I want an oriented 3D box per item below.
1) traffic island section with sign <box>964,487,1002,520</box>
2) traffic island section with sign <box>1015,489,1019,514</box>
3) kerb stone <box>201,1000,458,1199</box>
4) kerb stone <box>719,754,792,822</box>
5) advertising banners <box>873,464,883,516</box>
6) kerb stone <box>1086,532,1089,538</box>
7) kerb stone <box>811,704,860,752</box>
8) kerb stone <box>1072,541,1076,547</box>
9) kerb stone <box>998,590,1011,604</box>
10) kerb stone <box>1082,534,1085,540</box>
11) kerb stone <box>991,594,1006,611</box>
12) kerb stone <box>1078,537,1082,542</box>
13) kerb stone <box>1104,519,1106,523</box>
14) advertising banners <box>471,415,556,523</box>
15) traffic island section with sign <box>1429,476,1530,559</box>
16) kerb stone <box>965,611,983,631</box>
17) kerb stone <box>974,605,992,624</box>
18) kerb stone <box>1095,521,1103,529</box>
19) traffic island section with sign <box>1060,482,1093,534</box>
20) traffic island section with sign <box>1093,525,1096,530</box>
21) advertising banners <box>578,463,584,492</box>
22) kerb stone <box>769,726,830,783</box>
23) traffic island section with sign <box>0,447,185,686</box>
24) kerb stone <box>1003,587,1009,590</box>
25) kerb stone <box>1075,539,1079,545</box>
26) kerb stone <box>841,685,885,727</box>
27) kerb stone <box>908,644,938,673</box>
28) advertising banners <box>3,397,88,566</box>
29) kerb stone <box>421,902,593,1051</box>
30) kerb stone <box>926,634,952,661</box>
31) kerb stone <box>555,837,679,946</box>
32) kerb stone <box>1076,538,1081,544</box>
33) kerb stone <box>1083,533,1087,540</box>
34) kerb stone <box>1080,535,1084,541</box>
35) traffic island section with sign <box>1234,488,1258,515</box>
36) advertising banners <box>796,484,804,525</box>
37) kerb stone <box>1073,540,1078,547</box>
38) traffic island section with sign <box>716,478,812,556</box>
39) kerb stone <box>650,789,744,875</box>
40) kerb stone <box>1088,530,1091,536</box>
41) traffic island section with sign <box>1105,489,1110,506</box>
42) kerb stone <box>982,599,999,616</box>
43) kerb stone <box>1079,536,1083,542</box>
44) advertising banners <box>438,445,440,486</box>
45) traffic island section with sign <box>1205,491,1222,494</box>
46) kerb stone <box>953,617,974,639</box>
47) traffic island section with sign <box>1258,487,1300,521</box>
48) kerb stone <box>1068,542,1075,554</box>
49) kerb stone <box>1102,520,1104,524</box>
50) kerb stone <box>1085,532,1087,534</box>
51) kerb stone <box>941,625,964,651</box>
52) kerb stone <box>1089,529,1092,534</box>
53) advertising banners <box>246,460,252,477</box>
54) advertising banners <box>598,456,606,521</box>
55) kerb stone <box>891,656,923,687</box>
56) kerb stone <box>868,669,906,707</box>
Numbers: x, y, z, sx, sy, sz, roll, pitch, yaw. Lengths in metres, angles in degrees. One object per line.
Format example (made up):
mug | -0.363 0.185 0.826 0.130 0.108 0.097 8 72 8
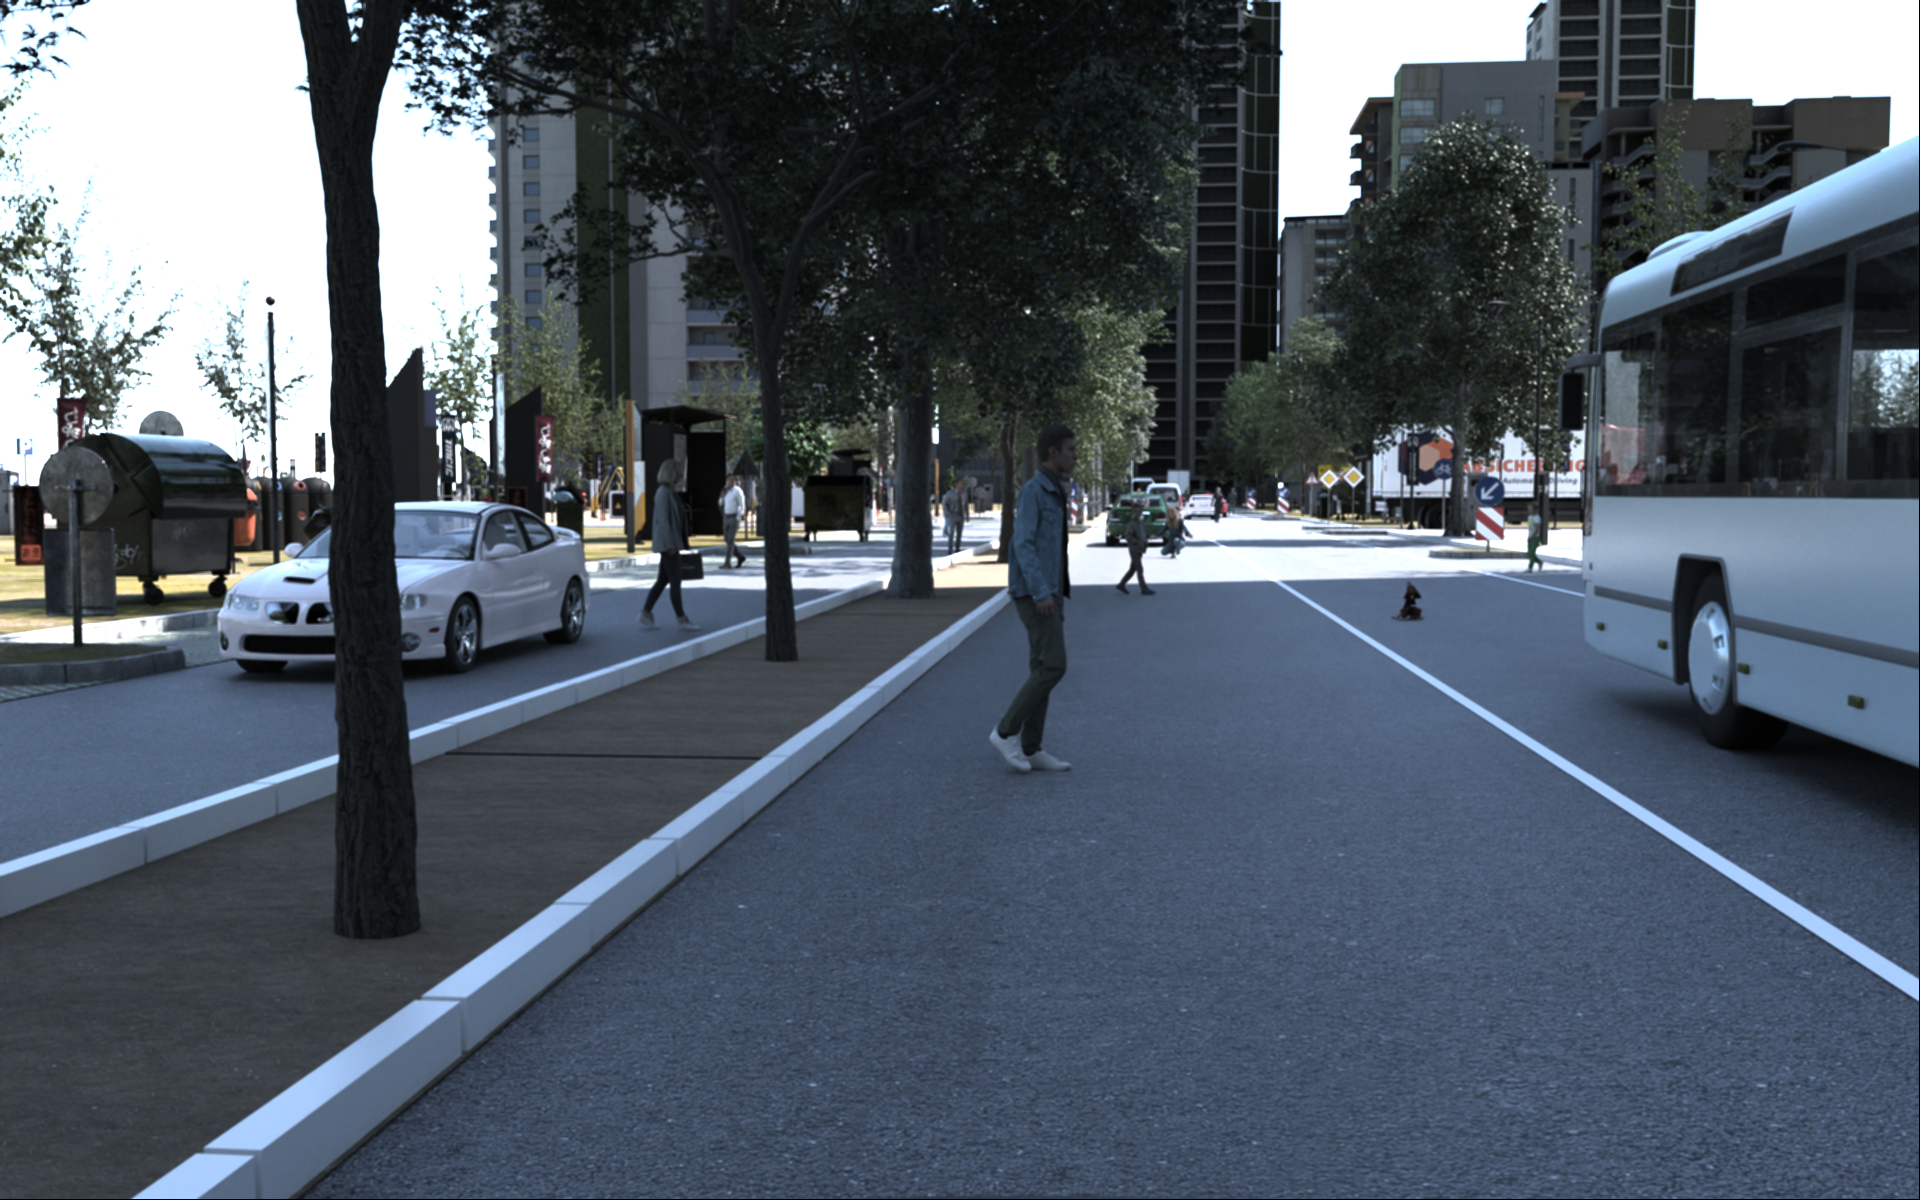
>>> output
traffic island section with sign | 1.123 -5.338 95.911 1.989 1.847 2.006 0 4 6
traffic island section with sign | 3.914 -6.978 122.721 1.989 1.847 2.006 0 4 6
kerb stone | -1.374 1.120 3.896 0.120 0.150 1.000 0 4 6
kerb stone | -0.946 0.871 7.977 0.120 0.150 1.000 0 4 6
advertising banners | -4.790 -6.289 99.009 0.090 3.025 2.074 1 4 18
kerb stone | 3.922 -1.995 54.835 0.120 0.150 1.000 0 4 6
kerb stone | -0.731 0.749 10.010 0.120 0.150 1.000 0 4 6
kerb stone | 2.853 -1.370 44.643 0.120 0.150 1.000 0 4 6
kerb stone | 0.531 0.001 22.236 0.120 0.150 1.000 0 4 6
kerb stone | 3.599 -1.810 51.786 0.120 0.150 1.000 0 4 6
kerb stone | 0.430 0.067 21.219 0.120 0.150 1.000 0 4 6
kerb stone | 3.283 -1.618 48.721 0.120 0.150 1.000 0 4 6
kerb stone | 6.624 -3.590 80.926 0.120 0.150 1.000 0 4 6
advertising banners | -9.714 -2.546 37.822 2.074 3.025 0.090 -3 5 -43
traffic island section with sign | 11.702 -1.866 39.145 1.989 1.847 2.006 0 4 6
kerb stone | 0.113 0.247 18.164 0.120 0.150 1.000 0 4 6
kerb stone | 0.220 0.187 19.181 0.120 0.150 1.000 0 4 6
kerb stone | 6.094 -3.281 75.837 0.120 0.150 1.000 0 4 6
traffic island section with sign | 3.732 -3.362 63.113 2.006 1.907 1.989 0 4 6
traffic island section with sign | 4.506 -3.813 70.480 2.006 1.907 1.989 0 4 6
advertising banners | -22.947 -6.510 102.627 0.090 3.025 2.074 2 4 27
kerb stone | -0.839 0.807 8.993 0.120 0.150 1.000 0 4 6
traffic island section with sign | -7.390 -0.317 13.803 1.989 1.847 2.006 0 4 6
kerb stone | 0.638 -0.063 23.252 0.120 0.150 1.000 0 4 6
kerb stone | 3.074 -1.498 46.681 0.120 0.150 1.000 0 4 6
kerb stone | -0.630 0.688 11.027 0.120 0.150 1.000 0 4 6
kerb stone | -0.316 0.496 14.092 0.120 0.150 1.000 0 4 6
advertising banners | -16.738 -2.132 31.039 2.074 3.025 0.090 -2 4 -29
kerb stone | -1.265 1.057 4.919 0.120 0.150 1.000 0 4 6
kerb stone | -0.209 0.433 15.109 0.120 0.150 1.000 0 4 6
kerb stone | -1.165 0.994 5.936 0.120 0.150 1.000 0 4 6
kerb stone | 3.177 -1.558 47.701 0.120 0.150 1.000 0 4 6
kerb stone | 3.710 -1.872 52.802 0.120 0.150 1.000 0 4 6
kerb stone | 3.494 -1.742 50.765 0.120 0.150 1.000 0 4 6
traffic island section with sign | 20.200 -6.875 121.028 1.989 1.847 2.006 0 4 6
advertising banners | -6.176 -4.689 72.847 2.074 3.025 0.090 -3 5 -41
kerb stone | 2.966 -1.435 45.664 0.120 0.150 1.000 0 4 6
traffic island section with sign | -4.580 -1.979 40.980 1.989 1.847 2.006 0 4 6
kerb stone | -1.050 0.932 6.961 0.120 0.150 1.000 0 4 6
kerb stone | 4.130 -2.121 56.877 0.120 0.150 1.000 0 4 6
traffic island section with sign | 12.255 -8.384 145.219 2.006 1.907 1.989 0 4 6
kerb stone | 0.322 0.125 20.198 0.120 0.150 1.000 0 4 6
kerb stone | 3.388 -1.685 49.740 0.120 0.150 1.000 0 4 6
advertising banners | -18.987 -3.984 61.333 2.074 3.025 0.090 3 5 39
traffic island section with sign | 25.428 -9.958 171.443 1.989 1.847 2.006 0 4 6
kerb stone | 0.005 0.309 17.144 0.120 0.150 1.000 0 4 6
traffic island section with sign | 17.412 -5.235 94.217 1.989 1.847 2.006 0 4 6
kerb stone | 2.755 -1.305 43.626 0.120 0.150 1.000 0 4 6
kerb stone | 6.300 -3.405 77.874 0.120 0.150 1.000 0 4 6
kerb stone | 3.806 -1.934 53.819 0.120 0.150 1.000 0 4 6
kerb stone | -0.097 0.373 16.125 0.120 0.150 1.000 0 4 6
kerb stone | 4.342 -2.246 58.910 0.120 0.150 1.000 0 4 6
advertising banners | -36.633 -5.626 88.168 0.090 3.025 2.074 1 4 12
advertising banners | -16.853 -5.217 81.493 0.090 3.025 2.074 0 4 -3
kerb stone | -0.421 0.562 13.060 0.120 0.150 1.000 0 4 6
kerb stone | -0.523 0.621 12.043 0.120 0.150 1.000 0 4 6
